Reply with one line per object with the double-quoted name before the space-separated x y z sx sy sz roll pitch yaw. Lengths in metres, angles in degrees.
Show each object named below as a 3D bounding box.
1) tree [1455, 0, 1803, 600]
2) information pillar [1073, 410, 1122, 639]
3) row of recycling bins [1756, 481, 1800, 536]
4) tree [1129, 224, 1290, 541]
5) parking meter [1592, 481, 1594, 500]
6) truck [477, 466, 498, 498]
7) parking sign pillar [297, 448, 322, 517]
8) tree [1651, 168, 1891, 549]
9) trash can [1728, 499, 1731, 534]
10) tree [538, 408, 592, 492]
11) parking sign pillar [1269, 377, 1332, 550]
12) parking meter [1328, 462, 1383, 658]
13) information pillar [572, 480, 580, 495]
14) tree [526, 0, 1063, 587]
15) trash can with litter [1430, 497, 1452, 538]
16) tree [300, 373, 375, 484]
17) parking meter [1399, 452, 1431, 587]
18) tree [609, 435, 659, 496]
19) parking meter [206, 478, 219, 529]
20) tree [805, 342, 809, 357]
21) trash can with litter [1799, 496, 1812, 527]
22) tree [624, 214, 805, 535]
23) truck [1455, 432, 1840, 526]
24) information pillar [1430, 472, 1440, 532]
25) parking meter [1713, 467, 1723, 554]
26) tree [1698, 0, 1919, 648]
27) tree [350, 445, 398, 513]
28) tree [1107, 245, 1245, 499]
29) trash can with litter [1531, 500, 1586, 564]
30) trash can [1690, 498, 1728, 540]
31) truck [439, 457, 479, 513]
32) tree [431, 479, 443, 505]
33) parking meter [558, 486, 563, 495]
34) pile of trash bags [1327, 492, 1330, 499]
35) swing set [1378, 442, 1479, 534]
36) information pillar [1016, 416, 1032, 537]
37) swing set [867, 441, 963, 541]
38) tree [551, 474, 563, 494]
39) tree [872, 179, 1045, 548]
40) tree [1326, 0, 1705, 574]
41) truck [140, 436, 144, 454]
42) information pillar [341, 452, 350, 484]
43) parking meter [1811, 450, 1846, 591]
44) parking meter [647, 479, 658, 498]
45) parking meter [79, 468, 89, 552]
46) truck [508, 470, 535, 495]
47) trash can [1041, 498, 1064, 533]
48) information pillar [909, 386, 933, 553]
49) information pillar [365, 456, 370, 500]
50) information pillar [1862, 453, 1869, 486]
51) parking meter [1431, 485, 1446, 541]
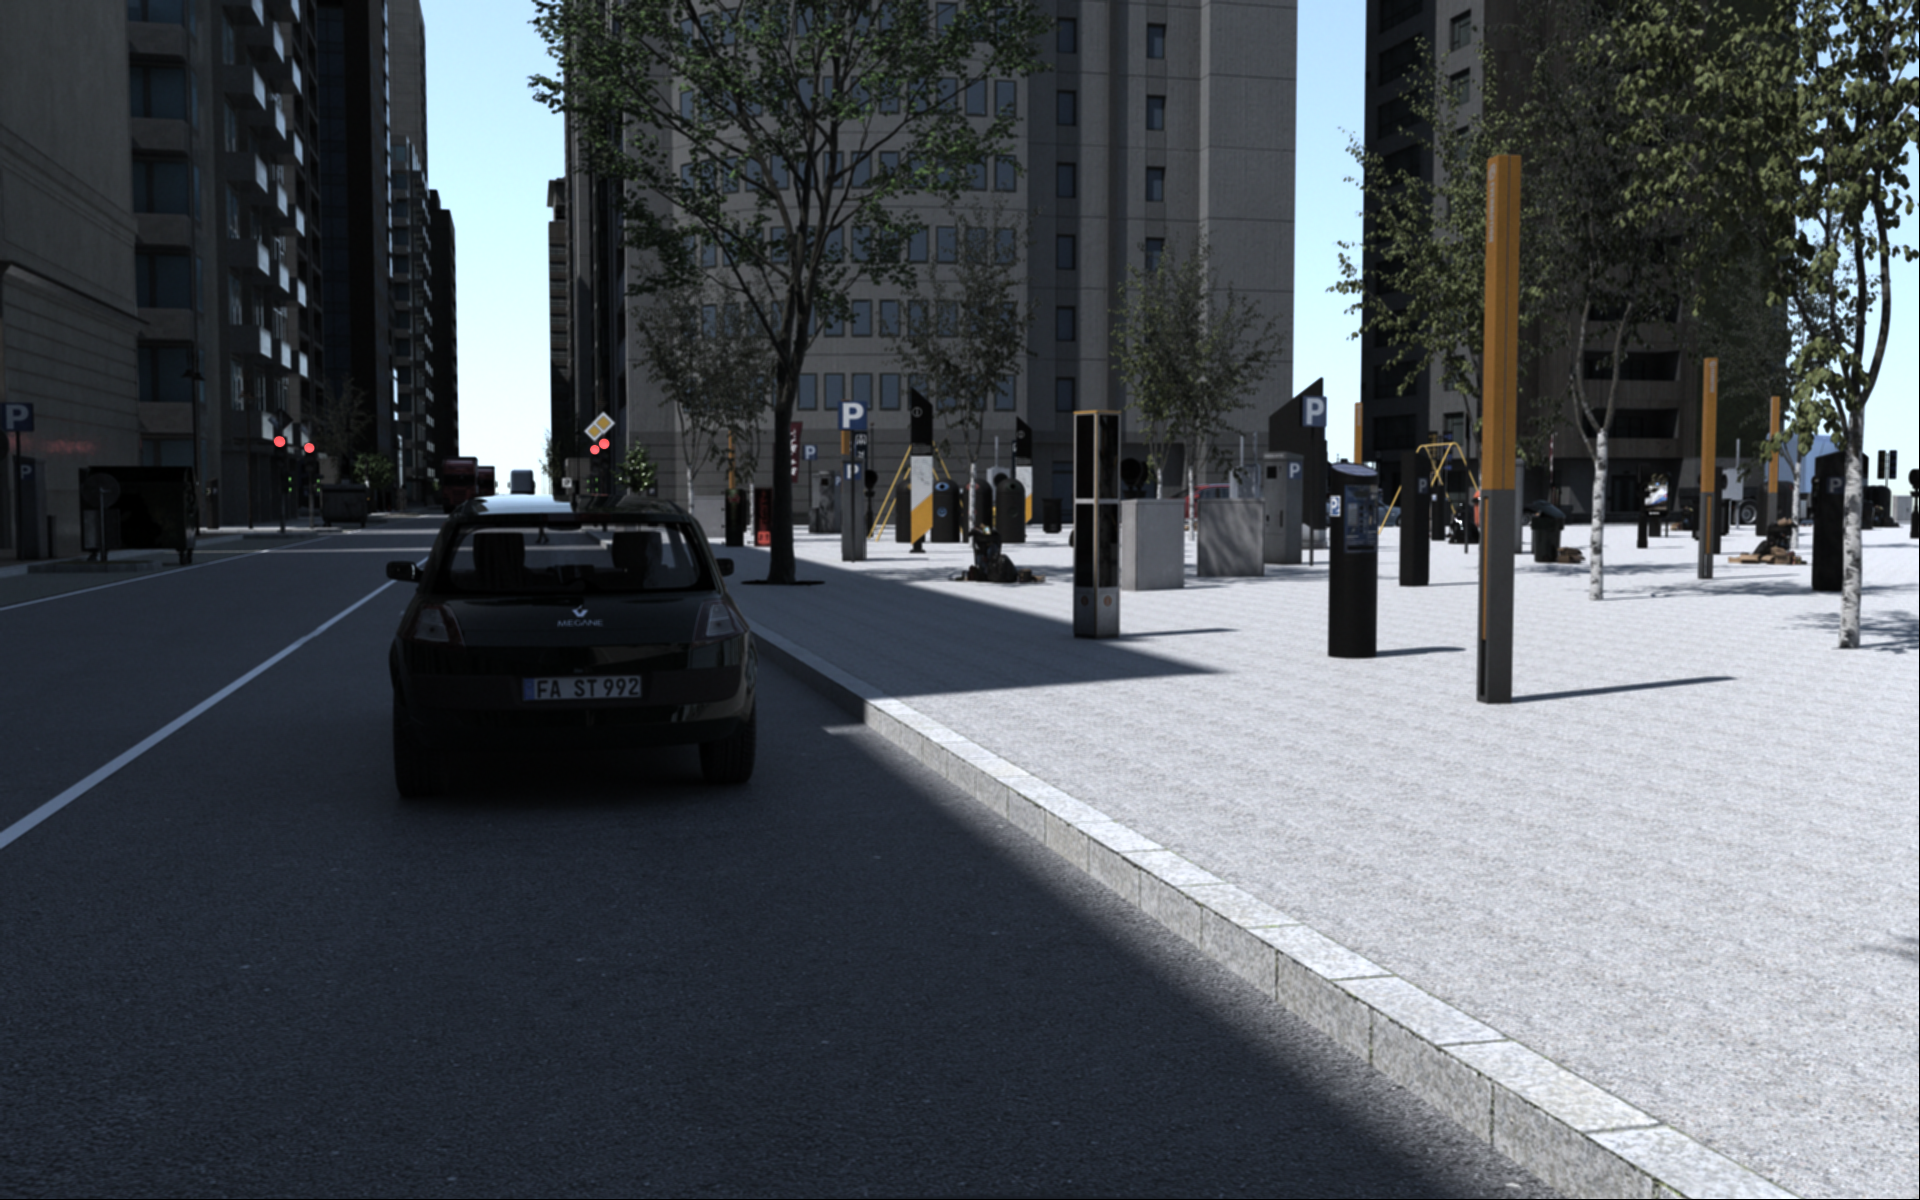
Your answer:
"tree" 7.872 -4.311 20.845 4.360 8.622 3.978 0 3 0
"information pillar" 1.218 -0.668 15.412 0.304 2.012 0.304 -3 4 -39
"row of recycling bins" 25.452 -2.866 53.965 1.069 1.692 3.534 2 4 33
"tree" 6.480 -5.917 47.111 4.360 8.622 3.978 0 3 0
"parking meter" 24.585 -3.732 66.722 0.399 1.863 0.255 0 4 -5
"truck" -48.307 -11.387 175.083 2.839 4.237 11.283 -1 4 -16
"parking sign pillar" -37.018 -6.722 98.379 1.447 3.967 1.447 1 4 21
"tree" 19.331 -5.502 40.319 4.360 8.622 3.978 0 3 0
"trash can" 23.399 -2.555 53.427 0.748 1.137 0.748 0 3 0
"tree" -33.391 -12.068 147.679 4.737 8.622 4.395 0 3 0
"parking sign pillar" 7.898 -3.183 40.517 1.447 3.967 1.447 2 4 35
"parking meter" 3.100 -0.320 13.647 0.372 1.533 0.369 0 3 0
"information pillar" -20.049 -5.257 90.442 0.304 2.012 0.304 -3 5 -42
"tree" -2.361 -6.026 24.274 9.928 11.665 9.643 0 3 0
"trash can with litter" 14.513 -2.421 50.636 2.233 1.210 1.678 0 4 -1
"tree" -37.401 -9.412 104.240 4.360 8.622 3.978 0 3 0
"parking meter" 6.350 -1.128 24.147 0.399 1.863 0.255 -3 4 -37
"tree" -10.762 -3.836 57.327 1.663 3.219 1.824 0 3 0
"parking meter" -27.268 -3.513 63.150 0.255 1.863 0.399 1 4 19
"tree" -6.670 -6.309 53.512 4.360 8.622 3.978 0 3 0
"trash can with litter" 33.755 -3.558 69.236 2.233 1.210 1.678 -1 4 -20
"tree" -7.006 -5.834 45.755 4.360 8.622 3.978 0 3 0
"truck" 29.866 -5.093 73.027 18.799 4.110 2.967 -1 4 -15
"information pillar" 15.912 -3.282 58.153 0.304 2.012 0.304 0 4 5
"parking meter" 16.080 -1.911 36.949 0.255 1.863 0.399 1 4 13
"tree" 7.204 -3.910 14.290 4.737 8.622 4.395 0 3 0
"tree" -39.338 -8.089 115.967 4.285 4.588 4.351 0 3 0
"tree" 6.233 -6.236 52.321 4.737 8.622 4.395 0 3 0
"trash can with litter" 11.182 -1.279 32.292 0.624 1.170 1.055 -2 4 -33
"trash can" 20.615 -2.221 47.962 0.748 1.137 0.748 0 3 0
"truck" -38.067 -8.754 132.040 2.839 4.237 11.283 -1 4 -15
"tree" -65.783 -13.613 217.172 1.663 3.219 1.824 0 3 0
"parking meter" -30.689 -7.807 133.356 0.399 1.863 0.255 0 4 -4
"pile of trash bags" 32.160 -8.855 154.539 3.447 1.369 1.912 1 4 15
"swing set" 14.884 -3.439 53.852 2.862 2.851 3.119 0 4 -4
"information pillar" 1.907 -3.696 51.792 0.504 3.616 0.183 1 4 12
"swing set" -1.072 -3.110 48.474 2.862 2.851 3.119 0 4 -7
"tree" -35.373 -9.757 154.126 1.663 3.219 1.824 0 3 0
"tree" 0.197 -5.540 40.939 4.360 8.622 3.978 0 3 0
"tree" 8.131 -4.708 27.335 4.737 8.622 4.395 0 3 0
"truck" -32.502 -4.187 57.377 11.283 4.237 2.839 -1 4 -12
"information pillar" -34.387 -6.457 96.923 0.183 3.616 0.504 2 4 32
"parking meter" 11.494 -1.051 22.895 0.399 1.863 0.255 0 4 6
"parking meter" -11.918 -3.753 67.079 0.399 1.863 0.255 0 4 0
"parking meter" -19.417 -2.015 38.652 0.399 1.863 0.255 2 4 27
"truck" -46.621 -11.938 184.941 2.967 4.110 18.799 -1 4 -15
"trash can" 3.018 -2.751 56.630 0.748 1.137 0.748 0 3 0
"information pillar" -0.843 -2.831 37.639 0.504 3.616 0.183 0 4 4
"information pillar" -36.863 -7.117 107.712 0.183 3.616 0.504 -3 5 -40
"information pillar" 47.416 -6.094 90.990 0.504 3.616 0.183 1 4 18
"parking meter" 13.204 -2.408 47.784 0.372 1.533 0.369 0 3 0
